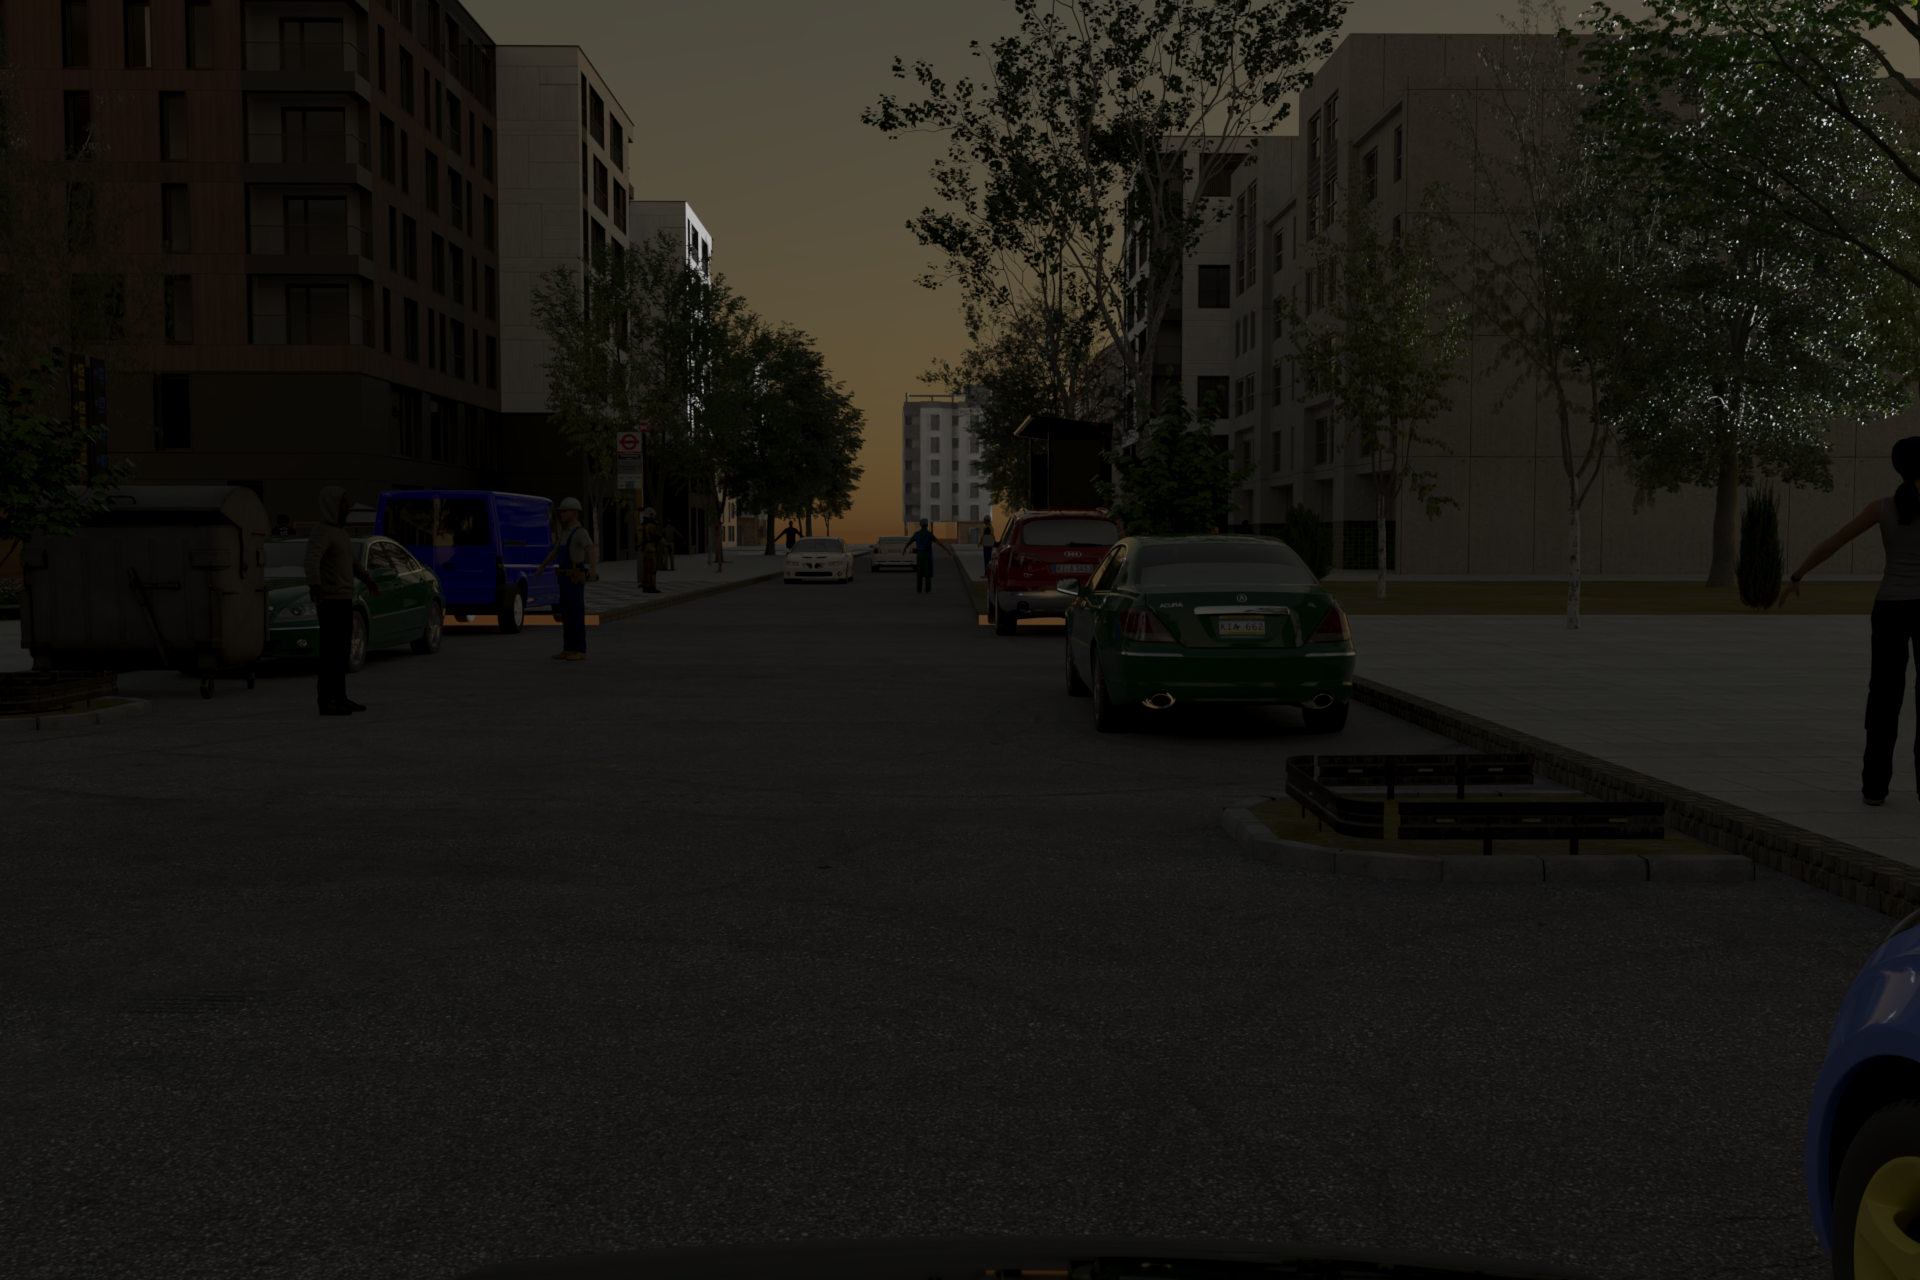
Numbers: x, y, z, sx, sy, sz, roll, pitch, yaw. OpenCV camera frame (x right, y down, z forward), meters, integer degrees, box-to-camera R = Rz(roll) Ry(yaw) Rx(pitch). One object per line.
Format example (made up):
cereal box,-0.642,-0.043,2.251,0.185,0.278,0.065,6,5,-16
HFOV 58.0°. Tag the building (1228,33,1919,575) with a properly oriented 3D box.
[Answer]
building,21.960,-12.455,70.100,16.747,18.905,31.486,0,4,-1

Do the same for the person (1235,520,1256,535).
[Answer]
person,9.327,-3.043,56.476,1.216,1.740,0.721,2,4,28

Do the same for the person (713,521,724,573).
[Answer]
person,-8.097,-3.106,57.592,0.721,1.733,1.217,-1,4,-13

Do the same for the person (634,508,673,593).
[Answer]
person,-6.743,-1.956,37.746,0.705,1.858,1.354,-3,5,-44

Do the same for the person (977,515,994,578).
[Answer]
person,0.774,-2.719,50.418,0.705,1.833,1.349,1,4,14

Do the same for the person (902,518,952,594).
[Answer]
person,-0.840,-2.027,41.717,1.347,1.817,0.704,2,4,29

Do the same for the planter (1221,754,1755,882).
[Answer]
planter,2.280,0.796,8.125,1.991,0.319,1.994,0,4,-1

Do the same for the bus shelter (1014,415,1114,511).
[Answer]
bus shelter,2.182,-2.811,37.240,1.731,3.624,6.357,0,4,-1

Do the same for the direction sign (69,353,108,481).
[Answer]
direction sign,-11.100,-1.844,22.140,0.379,3.537,0.876,0,4,-1

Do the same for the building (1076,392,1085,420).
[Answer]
building,22.003,-22.015,190.877,19.493,23.208,18.063,0,3,0

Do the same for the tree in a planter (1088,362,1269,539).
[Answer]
tree in a planter,2.237,-1.273,18.042,1.991,3.239,1.994,0,4,-1

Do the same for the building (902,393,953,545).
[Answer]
building,-7.140,-22.312,223.677,11.380,20.090,16.016,0,4,2

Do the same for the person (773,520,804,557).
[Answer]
person,-6.392,-3.627,65.529,1.346,1.802,0.704,-1,4,-11

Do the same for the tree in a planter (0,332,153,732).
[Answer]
tree in a planter,-7.479,-0.986,13.342,1.991,3.239,1.994,0,4,0

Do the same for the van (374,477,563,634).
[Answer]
van,-7.279,-1.354,26.521,2.240,2.365,5.245,0,4,-1

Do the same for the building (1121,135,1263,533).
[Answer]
building,23.568,-16.003,105.625,27.936,21.610,32.646,0,4,-1

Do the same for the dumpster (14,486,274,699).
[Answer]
dumpster,-7.260,-0.444,15.475,1.865,1.857,1.264,0,4,-1

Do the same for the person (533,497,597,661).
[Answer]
person,-4.442,-0.697,19.716,0.705,1.847,1.347,-3,5,-41

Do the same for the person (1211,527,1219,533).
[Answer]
person,4.717,-1.390,31.994,0.991,1.433,0.599,0,4,-6

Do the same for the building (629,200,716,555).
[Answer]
building,-30.616,-15.907,104.047,27.936,21.610,32.646,0,4,-1

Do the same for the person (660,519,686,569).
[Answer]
person,-10.218,-3.329,60.701,1.348,1.796,0.705,-2,4,-28

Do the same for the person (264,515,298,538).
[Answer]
person,-18.985,-2.595,48.569,1.345,1.843,0.704,-2,4,-32

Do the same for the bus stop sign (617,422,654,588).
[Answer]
bus stop sign,-7.754,-3.225,41.436,0.855,3.939,0.416,0,4,1

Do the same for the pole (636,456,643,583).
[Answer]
pole,-8.345,-3.138,45.156,0.158,3.312,0.155,0,3,0

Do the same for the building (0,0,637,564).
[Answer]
building,-29.789,-13.844,70.329,27.936,21.610,32.646,0,4,-1

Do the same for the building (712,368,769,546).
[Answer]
building,-26.784,-20.235,187.265,16.016,20.090,11.380,0,4,0

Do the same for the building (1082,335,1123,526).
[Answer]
building,21.089,-19.754,153.901,19.493,23.208,18.063,0,4,-1

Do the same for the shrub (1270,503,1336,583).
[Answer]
shrub,8.041,-2.263,41.035,1.661,2.075,1.752,0,3,0

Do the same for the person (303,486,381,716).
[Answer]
person,-4.959,-0.320,13.819,0.705,1.813,1.348,0,4,1

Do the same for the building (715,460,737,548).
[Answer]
building,-26.336,-13.930,169.902,9.099,9.664,28.070,0,4,0

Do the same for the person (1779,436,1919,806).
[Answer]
person,4.498,-0.083,8.161,1.217,1.737,0.721,3,5,40
